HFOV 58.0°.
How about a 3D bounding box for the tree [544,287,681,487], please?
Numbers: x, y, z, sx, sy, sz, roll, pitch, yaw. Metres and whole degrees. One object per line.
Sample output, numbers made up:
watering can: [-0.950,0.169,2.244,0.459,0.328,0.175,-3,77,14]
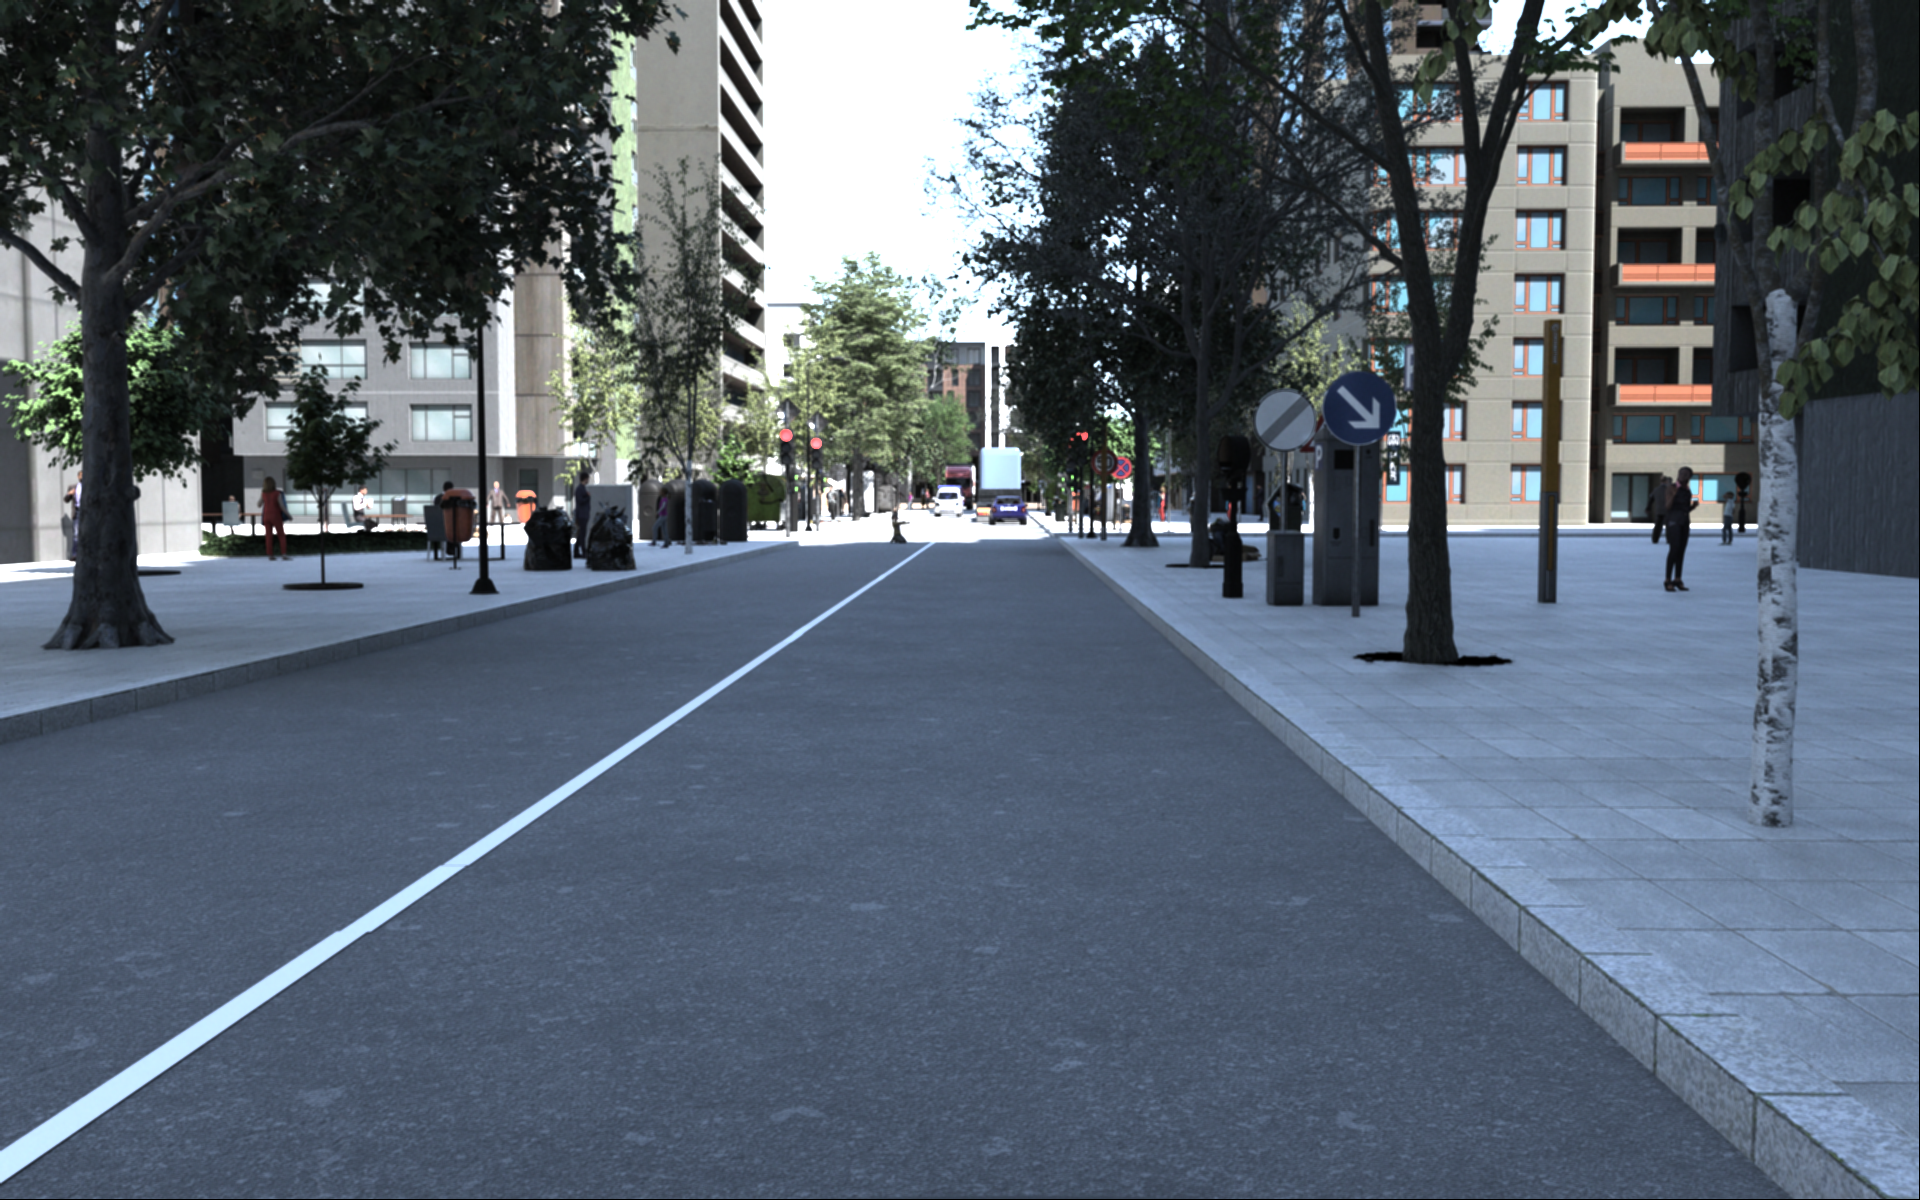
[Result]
tree: [-12.977,-6.816,61.797,4.737,8.622,4.395,0,3,0]

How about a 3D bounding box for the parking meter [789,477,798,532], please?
parking meter: [-5.625,-3.207,58.152,0.255,1.863,0.399,-3,4,-37]

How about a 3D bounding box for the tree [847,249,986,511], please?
tree: [-4.508,-17.007,133.960,12.611,20.169,13.585,0,3,0]

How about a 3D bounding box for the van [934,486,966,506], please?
van: [-0.719,-7.252,122.956,2.240,2.365,5.245,0,4,1]

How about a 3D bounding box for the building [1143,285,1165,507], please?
building: [32.045,-20.615,181.029,27.936,21.610,32.646,0,4,1]

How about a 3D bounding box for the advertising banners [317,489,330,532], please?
advertising banners: [-18.568,-3.332,50.673,0.090,3.025,2.074,-2,4,-31]

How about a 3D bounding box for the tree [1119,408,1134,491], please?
tree: [13.567,-10.697,125.251,4.360,8.622,3.978,0,3,0]

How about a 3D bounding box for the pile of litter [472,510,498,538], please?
pile of litter: [-14.128,-2.209,50.075,1.719,0.858,1.176,0,4,2]

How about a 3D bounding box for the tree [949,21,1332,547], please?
tree: [4.449,-7.660,42.243,9.611,12.733,9.660,0,3,0]

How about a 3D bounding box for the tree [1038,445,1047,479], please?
tree: [4.793,-5.351,71.210,4.285,4.588,4.351,0,3,0]

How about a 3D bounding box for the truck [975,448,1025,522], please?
truck: [2.210,-6.449,95.193,2.967,4.110,18.799,0,4,1]

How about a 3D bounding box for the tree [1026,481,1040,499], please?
tree: [8.751,-12.606,200.713,1.663,3.219,1.824,0,3,0]

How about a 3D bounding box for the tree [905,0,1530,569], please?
tree: [4.340,-7.312,29.916,12.009,13.543,11.850,0,3,0]

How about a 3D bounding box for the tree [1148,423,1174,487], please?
tree: [11.301,-8.141,83.461,4.360,8.622,3.978,0,3,0]

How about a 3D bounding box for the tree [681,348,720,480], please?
tree: [-12.819,-8.049,81.960,4.737,8.622,4.395,0,3,0]

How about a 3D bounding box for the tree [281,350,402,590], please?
tree: [-8.682,-1.760,23.372,1.663,3.219,1.824,0,3,0]

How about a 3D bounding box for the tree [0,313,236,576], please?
tree: [-13.144,-2.678,27.507,4.285,4.588,4.351,0,3,0]

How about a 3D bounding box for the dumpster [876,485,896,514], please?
dumpster: [-4.695,-6.390,110.238,1.264,1.857,1.865,0,4,2]

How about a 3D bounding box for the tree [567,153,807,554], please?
tree: [-6.053,-5.304,37.077,4.360,8.622,3.978,0,3,0]

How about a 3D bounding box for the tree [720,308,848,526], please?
tree: [-6.160,-7.178,67.731,4.737,8.622,4.395,0,3,0]

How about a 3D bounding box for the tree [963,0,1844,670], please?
tree: [3.684,-5.339,13.046,9.928,11.665,9.643,0,3,0]

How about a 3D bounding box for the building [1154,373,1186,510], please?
building: [26.058,-18.522,159.251,16.016,20.091,11.380,0,4,1]

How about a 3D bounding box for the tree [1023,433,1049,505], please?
tree: [8.285,-13.874,177.201,4.360,8.622,3.978,0,3,0]

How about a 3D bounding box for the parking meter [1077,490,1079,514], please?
parking meter: [7.902,-6.454,113.933,0.372,1.533,0.369,0,3,0]

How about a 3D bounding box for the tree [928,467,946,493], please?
tree: [-2.029,-13.341,201.835,4.285,4.588,4.351,0,3,0]

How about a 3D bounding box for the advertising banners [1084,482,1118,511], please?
advertising banners: [6.983,-5.539,86.750,2.074,3.025,0.090,2,4,33]

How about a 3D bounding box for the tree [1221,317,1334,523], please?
tree: [13.267,-7.394,71.253,4.360,8.622,3.978,0,3,0]

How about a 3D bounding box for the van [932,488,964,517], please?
van: [-0.712,-6.254,109.256,2.013,2.044,4.112,0,4,3]

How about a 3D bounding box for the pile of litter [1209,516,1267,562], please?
pile of litter: [5.269,-1.185,33.340,1.719,0.858,1.176,-2,4,-25]

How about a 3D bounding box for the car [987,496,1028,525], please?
car: [2.224,-4.160,80.604,1.945,1.354,3.894,0,3,0]

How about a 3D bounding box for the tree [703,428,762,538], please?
tree: [-6.789,-3.432,50.707,1.663,3.219,1.824,0,3,0]

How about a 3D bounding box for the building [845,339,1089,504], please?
building: [1.582,-24.360,242.259,32.646,21.610,27.936,0,4,1]

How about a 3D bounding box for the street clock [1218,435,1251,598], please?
street clock: [3.381,-1.030,21.411,0.358,2.002,0.471,-1,4,-18]

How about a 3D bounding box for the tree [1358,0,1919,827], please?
tree: [2.920,-3.430,6.438,4.737,8.622,4.395,0,3,0]

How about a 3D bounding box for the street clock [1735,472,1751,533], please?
street clock: [25.998,-3.240,57.547,0.471,2.002,0.358,3,4,36]

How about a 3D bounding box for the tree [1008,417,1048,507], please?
tree: [8.111,-15.340,168.942,7.486,12.596,7.792,0,3,0]

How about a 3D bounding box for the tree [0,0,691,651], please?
tree: [-7.142,-5.959,14.436,9.611,12.733,9.660,0,3,0]

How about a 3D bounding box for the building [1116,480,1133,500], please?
building: [32.405,-17.775,232.774,28.070,9.664,9.099,0,4,1]

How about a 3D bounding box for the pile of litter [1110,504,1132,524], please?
pile of litter: [7.240,-3.693,74.344,1.719,0.858,1.176,0,4,-4]

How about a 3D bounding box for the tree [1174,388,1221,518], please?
tree: [12.329,-7.788,77.689,4.360,8.622,3.978,0,3,0]

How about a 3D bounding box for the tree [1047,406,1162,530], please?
tree: [5.516,-4.766,61.633,4.285,4.588,4.351,0,3,0]

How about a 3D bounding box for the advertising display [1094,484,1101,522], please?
advertising display: [6.455,-4.588,80.235,0.123,1.923,0.974,-1,4,-19]

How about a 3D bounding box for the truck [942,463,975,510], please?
truck: [0.005,-10.522,160.946,2.839,4.237,11.283,0,4,2]

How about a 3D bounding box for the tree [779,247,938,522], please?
tree: [-4.435,-9.900,79.998,7.486,12.596,7.792,0,3,0]

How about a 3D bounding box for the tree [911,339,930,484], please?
tree: [-5.472,-10.757,92.886,9.611,12.733,9.660,0,3,0]

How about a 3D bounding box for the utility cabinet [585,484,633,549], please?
utility cabinet: [-7.997,-1.868,39.222,1.173,1.500,0.318,1,4,22]
